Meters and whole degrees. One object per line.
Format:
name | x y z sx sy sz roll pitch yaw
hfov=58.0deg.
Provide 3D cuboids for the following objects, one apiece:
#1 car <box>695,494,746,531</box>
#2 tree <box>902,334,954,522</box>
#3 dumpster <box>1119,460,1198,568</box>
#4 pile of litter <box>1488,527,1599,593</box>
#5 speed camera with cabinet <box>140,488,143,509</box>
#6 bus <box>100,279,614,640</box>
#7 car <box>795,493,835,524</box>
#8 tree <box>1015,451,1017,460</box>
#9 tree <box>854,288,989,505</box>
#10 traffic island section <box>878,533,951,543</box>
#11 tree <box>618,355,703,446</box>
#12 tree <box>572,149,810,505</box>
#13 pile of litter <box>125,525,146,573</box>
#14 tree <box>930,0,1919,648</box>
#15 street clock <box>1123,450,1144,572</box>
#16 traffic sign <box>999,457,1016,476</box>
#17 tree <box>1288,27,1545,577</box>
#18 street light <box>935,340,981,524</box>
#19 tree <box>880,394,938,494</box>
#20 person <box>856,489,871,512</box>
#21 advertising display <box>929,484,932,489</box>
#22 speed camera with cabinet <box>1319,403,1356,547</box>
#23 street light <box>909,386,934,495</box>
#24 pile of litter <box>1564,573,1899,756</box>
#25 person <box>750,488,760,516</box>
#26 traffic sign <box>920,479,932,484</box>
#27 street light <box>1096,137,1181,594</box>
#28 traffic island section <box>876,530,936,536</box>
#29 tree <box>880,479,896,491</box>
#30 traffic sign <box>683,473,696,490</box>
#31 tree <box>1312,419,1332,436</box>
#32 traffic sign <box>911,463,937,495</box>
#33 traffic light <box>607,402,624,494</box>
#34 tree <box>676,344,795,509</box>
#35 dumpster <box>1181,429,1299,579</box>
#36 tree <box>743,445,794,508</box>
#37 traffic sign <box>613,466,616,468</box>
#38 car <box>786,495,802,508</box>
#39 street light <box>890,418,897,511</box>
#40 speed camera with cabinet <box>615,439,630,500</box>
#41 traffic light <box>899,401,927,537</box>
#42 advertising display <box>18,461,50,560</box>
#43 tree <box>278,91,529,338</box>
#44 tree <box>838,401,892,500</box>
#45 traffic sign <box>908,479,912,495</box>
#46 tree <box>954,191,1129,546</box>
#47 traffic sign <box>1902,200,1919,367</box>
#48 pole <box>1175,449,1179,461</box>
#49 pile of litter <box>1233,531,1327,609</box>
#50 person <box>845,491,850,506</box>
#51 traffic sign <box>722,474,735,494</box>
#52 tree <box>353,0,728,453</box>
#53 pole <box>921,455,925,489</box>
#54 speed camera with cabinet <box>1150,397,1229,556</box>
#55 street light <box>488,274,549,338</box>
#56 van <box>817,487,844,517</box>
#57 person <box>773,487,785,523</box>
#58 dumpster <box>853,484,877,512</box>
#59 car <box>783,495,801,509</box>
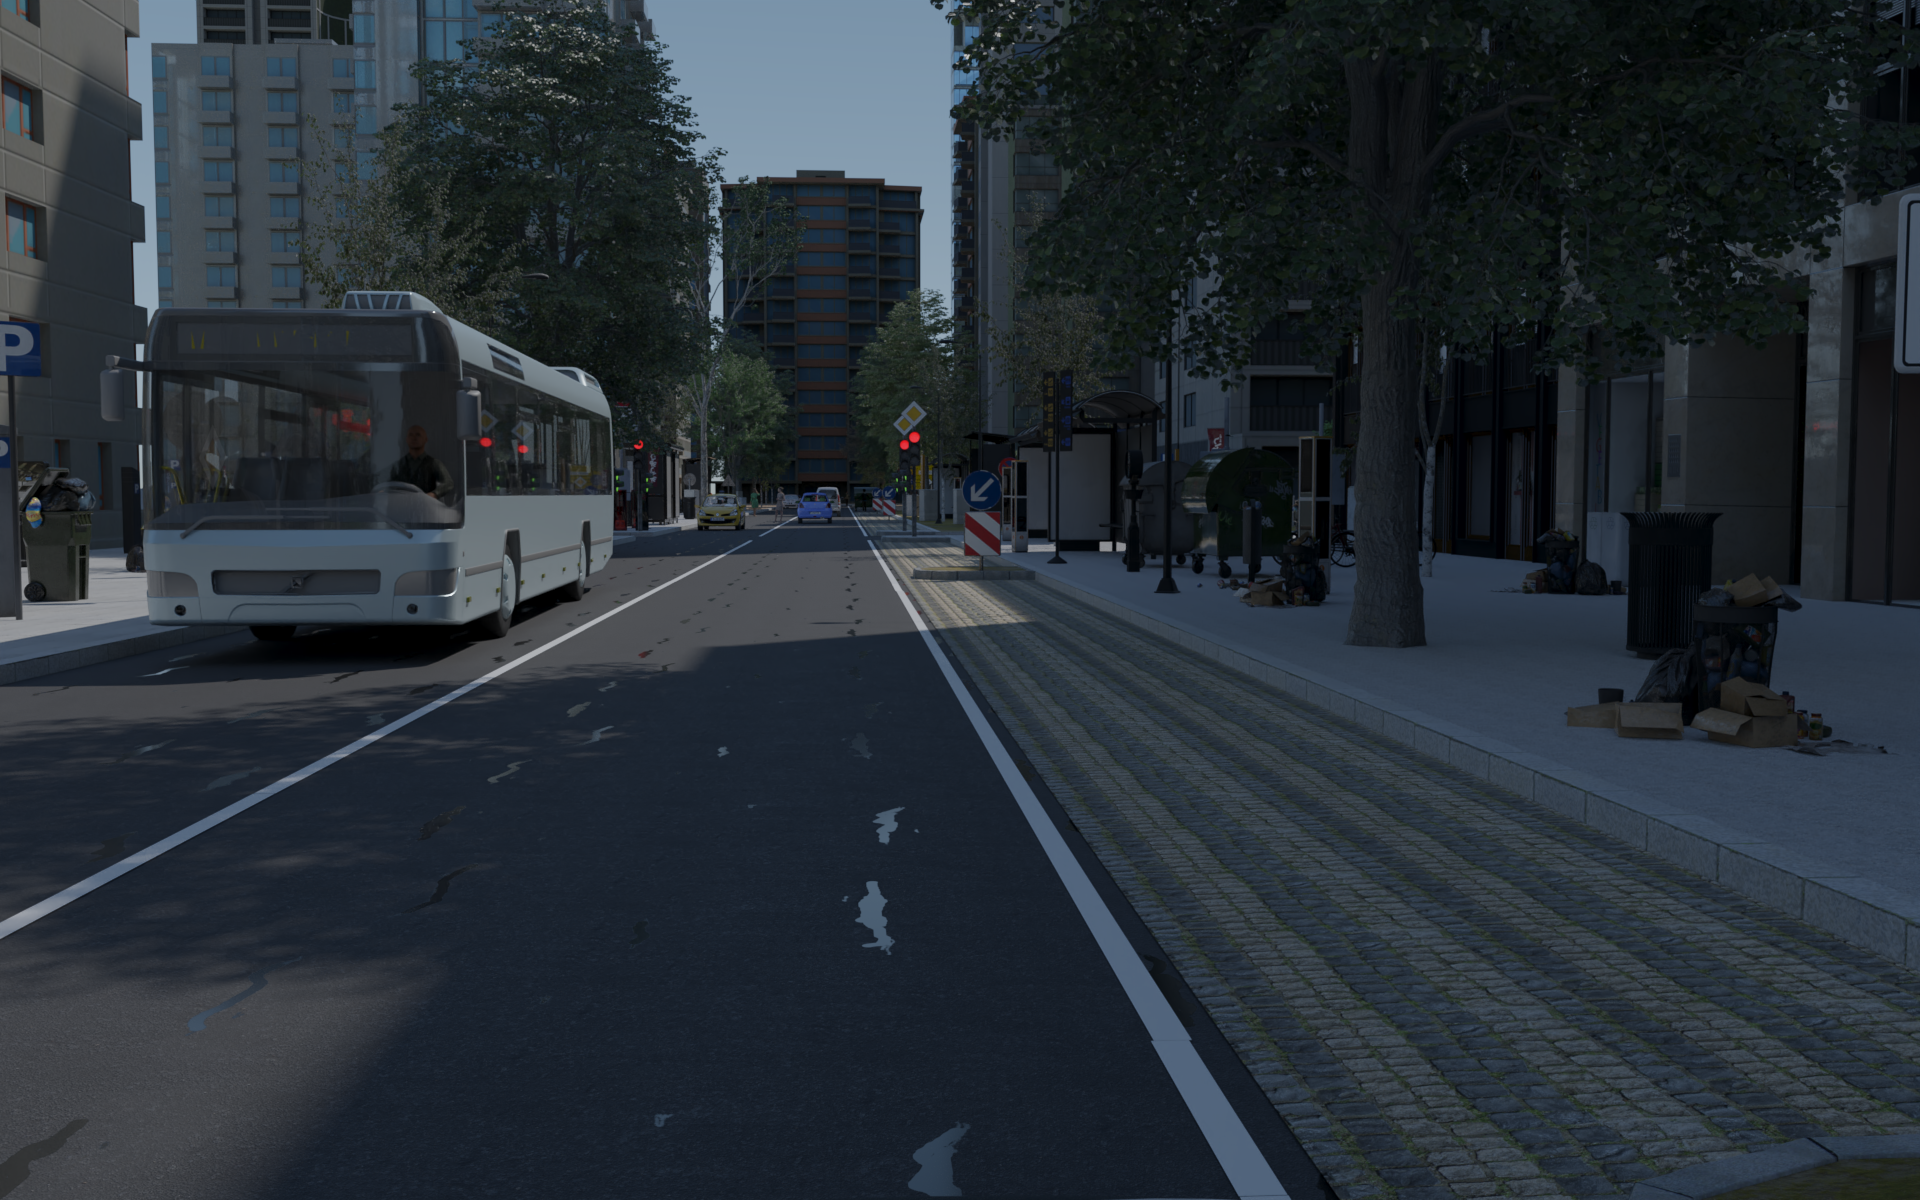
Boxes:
car | -9.540 -3.613 69.289 2.015 1.641 3.980 0 4 -3
tree | -0.539 -7.965 80.585 4.360 8.622 3.978 0 3 0
dumpster | 3.570 -1.519 30.592 1.264 1.857 1.865 0 4 -4
pile of litter | 7.819 -0.520 22.475 1.176 0.858 1.719 -3 5 -45
speed camera with cabinet | -24.161 -3.445 50.659 0.660 3.252 2.038 -3 5 -40
bus | -6.003 -1.534 19.946 2.948 3.499 13.247 0 4 -5
car | -7.152 -4.635 85.371 1.945 1.707 3.694 0 4 -5
tree | 2.913 -7.578 107.612 4.285 4.588 4.351 0 3 0
tree | -2.296 -10.888 96.139 7.486 12.596 7.792 0 3 0
traffic island section | -1.360 -1.835 52.281 2.009 0.180 2.903 0 4 -4
tree | -14.054 -8.010 81.326 4.360 8.622 3.978 0 3 0
tree | -15.461 -14.613 94.803 12.611 20.169 13.585 0 3 0
pile of litter | -13.240 -0.922 29.034 1.176 0.858 1.719 1 4 22
tree | 3.745 -6.586 14.343 9.857 13.997 8.962 0 3 0
street clock | 2.857 -1.464 28.504 0.358 2.002 0.471 0 4 -6
traffic sign | 1.722 -3.667 60.060 0.768 2.556 0.104 0 4 4
tree | 7.211 -4.677 26.838 4.360 8.622 3.978 0 3 0
street light | 0.062 -4.875 52.251 1.470 5.913 1.316 0 4 -4
tree | -3.574 -10.171 116.662 4.737 8.622 4.395 0 3 0
person | -7.694 -7.994 138.832 1.348 1.869 0.705 -3 4 -37
advertising display | -1.510 -6.268 107.697 0.974 1.923 0.123 -3 5 -43
speed camera with cabinet | 8.499 -2.638 37.460 2.038 3.252 0.660 3 5 44
street light | -1.460 -6.242 74.601 1.470 5.913 1.316 0 4 -4
pile of litter | 4.003 0.291 9.200 1.176 0.858 1.719 -1 4 -17
person | -13.175 -6.257 111.045 0.600 1.795 0.529 0 4 5
traffic sign | -2.138 -6.646 109.852 0.795 2.450 0.064 0 4 2
street light | 2.152 -3.042 22.285 1.470 5.913 1.316 0 4 -4
traffic island section | -1.908 -2.322 60.247 2.009 0.180 2.903 0 4 -4
tree | -8.010 -11.997 190.753 1.663 3.219 1.824 0 3 0
traffic sign | -16.549 -6.479 106.039 0.768 2.556 0.104 0 4 -3
tree | 14.559 -5.002 65.497 4.285 4.588 4.351 0 3 0
traffic sign | -2.293 -7.119 110.272 2.265 3.308 0.079 0 4 3
traffic light | -10.440 -3.829 51.528 0.839 4.253 0.868 0 4 -4
tree | -15.854 -11.893 120.214 9.928 11.665 9.643 0 3 0
dumpster | 4.373 -1.499 27.002 1.502 2.255 1.985 0 4 -4
tree | -21.799 -15.042 196.294 4.737 8.622 4.395 0 3 0
traffic sign | -13.478 -4.038 66.132 0.768 2.556 0.104 0 4 0
car | -16.879 -10.039 176.720 1.945 1.354 3.894 0 4 -4
street light | -3.555 -8.075 104.567 1.470 5.913 1.316 0 4 -4
speed camera with cabinet | -12.939 -4.187 62.797 2.038 3.252 0.660 2 4 28
traffic light | -1.401 -3.868 52.164 0.839 4.253 0.868 0 4 -4
advertising display | -18.255 -1.754 33.891 0.974 1.923 0.123 1 4 11
tree | -10.568 -5.018 32.407 4.360 8.622 3.978 0 3 0
tree | -9.059 -18.286 209.338 12.009 13.543 11.850 0 3 0
traffic sign | -3.180 -6.570 107.529 0.768 2.556 0.104 0 4 3
tree | 2.343 -5.609 42.067 4.360 8.622 3.978 0 3 0
traffic sign | 3.511 -0.235 5.974 0.606 2.300 0.079 0 4 5
pole | 9.823 -5.176 78.474 0.158 3.312 0.155 0 3 0
pile of litter | 3.738 -0.384 20.247 1.176 0.858 1.719 2 4 34
person | -13.650 -12.306 209.800 0.705 1.812 1.348 1 4 22
traffic sign | -15.097 -6.906 112.922 0.884 2.594 0.081 0 4 -2
tree | -10.363 -8.375 43.588 9.857 13.997 8.962 0 3 0
pole | -1.926 -5.881 89.995 0.158 3.312 0.155 0 3 0
speed camera with cabinet | 4.845 -2.538 35.835 0.660 3.252 2.038 -3 5 -43
street light | -9.362 -3.919 36.610 1.470 5.913 1.316 0 4 -4
van | -8.342 -6.259 109.344 2.013 2.044 4.112 0 4 -4
person | -9.065 -4.764 86.730 0.599 1.781 0.374 3 4 37
dumpster | -7.766 -8.411 142.478 1.985 2.255 1.502 0 4 -5
car | -16.592 -9.642 170.016 2.083 1.381 4.827 0 4 -4
